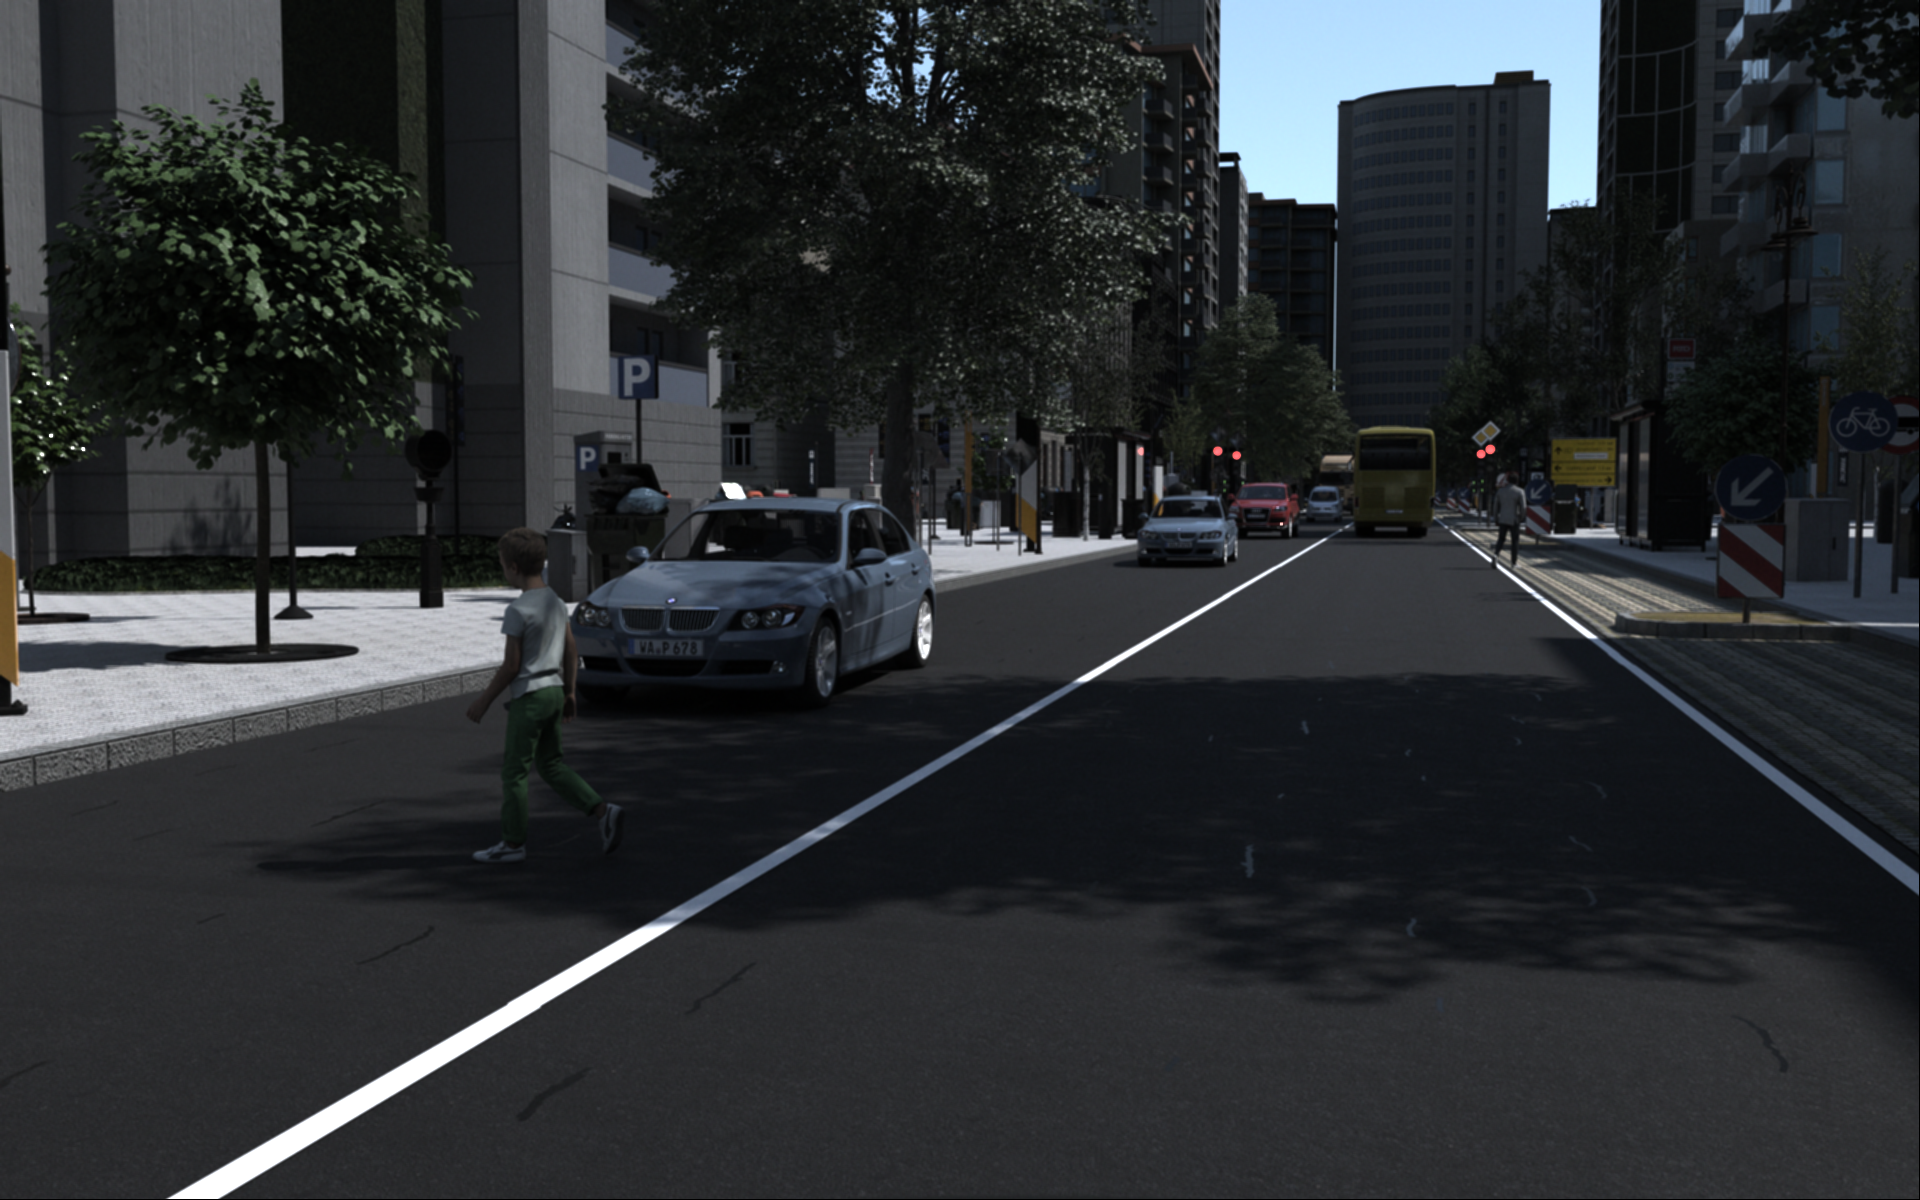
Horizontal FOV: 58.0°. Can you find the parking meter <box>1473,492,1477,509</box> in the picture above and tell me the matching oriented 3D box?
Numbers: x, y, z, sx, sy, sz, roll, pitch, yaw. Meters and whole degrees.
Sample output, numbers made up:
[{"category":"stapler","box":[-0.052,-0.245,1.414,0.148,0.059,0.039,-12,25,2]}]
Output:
[{"category":"parking meter","box":[43.049,-8.348,144.900,0.372,1.533,0.369,0,3,0]}]

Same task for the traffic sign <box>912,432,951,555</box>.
[{"category":"traffic sign","box":[-0.634,-2.232,36.497,0.884,2.594,0.081,1,4,15]}]

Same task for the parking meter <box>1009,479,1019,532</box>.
[{"category":"parking meter","box":[1.897,-3.264,59.073,0.399,1.863,0.255,1,4,10]}]

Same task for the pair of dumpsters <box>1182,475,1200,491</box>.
[{"category":"pair of dumpsters","box":[11.016,-5.141,86.546,1.574,2.255,4.437,1,4,14]}]

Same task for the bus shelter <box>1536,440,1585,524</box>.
[{"category":"bus shelter","box":[26.890,-5.277,77.555,1.731,3.624,6.357,1,4,14]}]

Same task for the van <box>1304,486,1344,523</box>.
[{"category":"van","box":[18.624,-4.980,88.438,2.013,2.044,4.112,1,4,15]}]

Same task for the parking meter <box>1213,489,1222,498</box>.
[{"category":"parking meter","box":[11.675,-4.290,78.545,0.372,1.533,0.369,0,3,0]}]

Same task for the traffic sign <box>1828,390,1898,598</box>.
[{"category":"traffic sign","box":[11.121,-1.302,21.392,0.768,2.556,0.104,1,4,21]}]

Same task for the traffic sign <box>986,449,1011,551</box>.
[{"category":"traffic sign","box":[0.864,-2.266,39.174,0.606,2.300,0.079,1,4,18]}]

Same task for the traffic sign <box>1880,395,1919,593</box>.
[{"category":"traffic sign","box":[12.097,-1.360,22.344,0.768,2.556,0.104,1,4,17]}]

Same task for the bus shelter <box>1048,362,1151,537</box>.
[{"category":"bus shelter","box":[4.383,-4.743,55.187,2.179,5.291,8.768,1,4,14]}]

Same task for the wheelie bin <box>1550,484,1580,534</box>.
[{"category":"wheelie bin","box":[19.462,-2.922,55.688,0.980,1.594,0.693,2,4,32]}]

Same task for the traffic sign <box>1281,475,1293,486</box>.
[{"category":"traffic sign","box":[21.292,-6.890,112.762,0.768,2.556,0.104,1,4,16]}]

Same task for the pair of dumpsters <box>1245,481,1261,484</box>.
[{"category":"pair of dumpsters","box":[20.890,-7.389,123.302,1.574,2.255,4.437,1,4,14]}]

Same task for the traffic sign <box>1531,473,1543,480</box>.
[{"category":"traffic sign","box":[27.501,-4.921,82.584,0.606,2.300,0.079,1,4,21]}]

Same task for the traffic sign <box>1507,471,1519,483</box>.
[{"category":"traffic sign","box":[30.473,-5.825,95.339,0.768,2.556,0.104,1,4,22]}]

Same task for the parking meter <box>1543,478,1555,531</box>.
[{"category":"parking meter","box":[20.765,-3.385,61.061,0.399,1.863,0.255,2,4,26]}]

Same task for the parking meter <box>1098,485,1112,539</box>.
[{"category":"parking meter","box":[4.140,-2.507,49.400,0.372,1.533,0.369,0,3,0]}]

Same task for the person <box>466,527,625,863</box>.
[{"category":"person","box":[-1.611,0.368,6.739,0.590,1.304,0.306,0,4,0]}]

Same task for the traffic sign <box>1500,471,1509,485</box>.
[{"category":"traffic sign","box":[30.539,-5.907,96.588,0.884,2.594,0.081,1,4,17]}]

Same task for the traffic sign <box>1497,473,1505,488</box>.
[{"category":"traffic sign","box":[33.367,-6.505,106.463,0.768,2.556,0.104,1,4,23]}]

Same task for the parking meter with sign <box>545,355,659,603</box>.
[{"category":"parking meter with sign","box":[-4.366,-1.519,21.097,0.543,3.016,1.738,1,4,23]}]

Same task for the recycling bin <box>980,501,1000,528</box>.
[{"category":"recycling bin","box":[1.068,-3.231,65.380,0.722,1.027,0.722,-1,4,-17]}]

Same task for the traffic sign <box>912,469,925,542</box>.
[{"category":"traffic sign","box":[-1.050,-2.487,40.769,0.768,2.556,0.104,1,4,16]}]

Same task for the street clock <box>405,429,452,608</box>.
[{"category":"street clock","box":[-5.972,-0.914,19.515,0.358,2.002,0.471,3,5,40]}]

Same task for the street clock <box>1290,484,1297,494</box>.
[{"category":"street clock","box":[23.856,-7.295,123.840,0.471,2.002,0.358,-2,4,-28]}]

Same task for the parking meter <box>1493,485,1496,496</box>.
[{"category":"parking meter","box":[34.120,-6.433,110.893,0.255,1.863,0.399,2,4,28]}]

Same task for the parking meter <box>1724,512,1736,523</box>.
[{"category":"parking meter","box":[26.278,-3.097,59.047,0.372,1.533,0.369,0,3,0]}]

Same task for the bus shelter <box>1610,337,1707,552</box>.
[{"category":"bus shelter","box":[17.188,-3.955,42.288,2.179,5.291,8.768,1,4,14]}]

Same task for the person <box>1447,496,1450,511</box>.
[{"category":"person","box":[41.916,-8.540,148.816,0.721,1.739,1.217,1,4,11]}]

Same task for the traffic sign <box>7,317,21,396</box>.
[{"category":"traffic sign","box":[-6.433,-0.684,11.286,0.768,2.556,0.104,1,4,17]}]

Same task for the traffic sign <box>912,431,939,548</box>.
[{"category":"traffic sign","box":[-0.809,-2.141,35.116,0.768,2.556,0.104,1,4,18]}]

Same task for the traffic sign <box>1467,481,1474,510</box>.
[{"category":"traffic sign","box":[40.823,-8.437,137.949,0.884,2.594,0.081,1,4,15]}]

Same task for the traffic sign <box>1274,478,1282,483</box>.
[{"category":"traffic sign","box":[25.340,-8.414,137.671,0.768,2.556,0.104,2,4,23]}]

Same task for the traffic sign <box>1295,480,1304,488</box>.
[{"category":"traffic sign","box":[27.291,-8.454,139.410,0.795,2.450,0.064,1,4,18]}]

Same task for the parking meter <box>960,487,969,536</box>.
[{"category":"parking meter","box":[0.194,-2.744,53.268,0.372,1.533,0.369,0,3,0]}]

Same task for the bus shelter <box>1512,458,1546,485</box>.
[{"category":"bus shelter","box":[32.659,-6.410,98.728,2.014,3.302,5.546,1,4,14]}]

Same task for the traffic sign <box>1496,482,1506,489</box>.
[{"category":"traffic sign","box":[39.252,-7.704,125.968,0.884,2.594,0.081,1,4,17]}]

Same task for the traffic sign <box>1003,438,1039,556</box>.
[{"category":"traffic sign","box":[1.243,-2.122,35.882,0.795,2.450,0.064,2,4,23]}]

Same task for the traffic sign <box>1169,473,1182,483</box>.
[{"category":"traffic sign","box":[10.256,-4.921,82.581,0.606,2.300,0.079,1,4,22]}]

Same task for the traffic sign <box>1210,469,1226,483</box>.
[{"category":"traffic sign","box":[11.963,-4.907,80.337,0.768,2.556,0.104,1,4,21]}]

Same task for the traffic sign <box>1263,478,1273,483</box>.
[{"category":"traffic sign","box":[24.786,-8.524,139.474,0.768,2.556,0.104,1,4,16]}]

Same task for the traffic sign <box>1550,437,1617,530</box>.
[{"category":"traffic sign","box":[22.509,-4.202,62.583,2.265,3.308,0.079,1,4,21]}]

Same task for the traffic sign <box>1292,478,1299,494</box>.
[{"category":"traffic sign","box":[27.387,-8.614,140.940,0.768,2.556,0.104,1,4,22]}]

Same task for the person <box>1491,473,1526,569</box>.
[{"category":"person","box":[10.497,-1.516,33.139,0.661,1.843,0.795,3,5,41]}]

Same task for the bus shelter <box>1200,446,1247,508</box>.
[{"category":"bus shelter","box":[13.294,-5.860,87.097,1.731,3.624,6.357,1,4,14]}]
